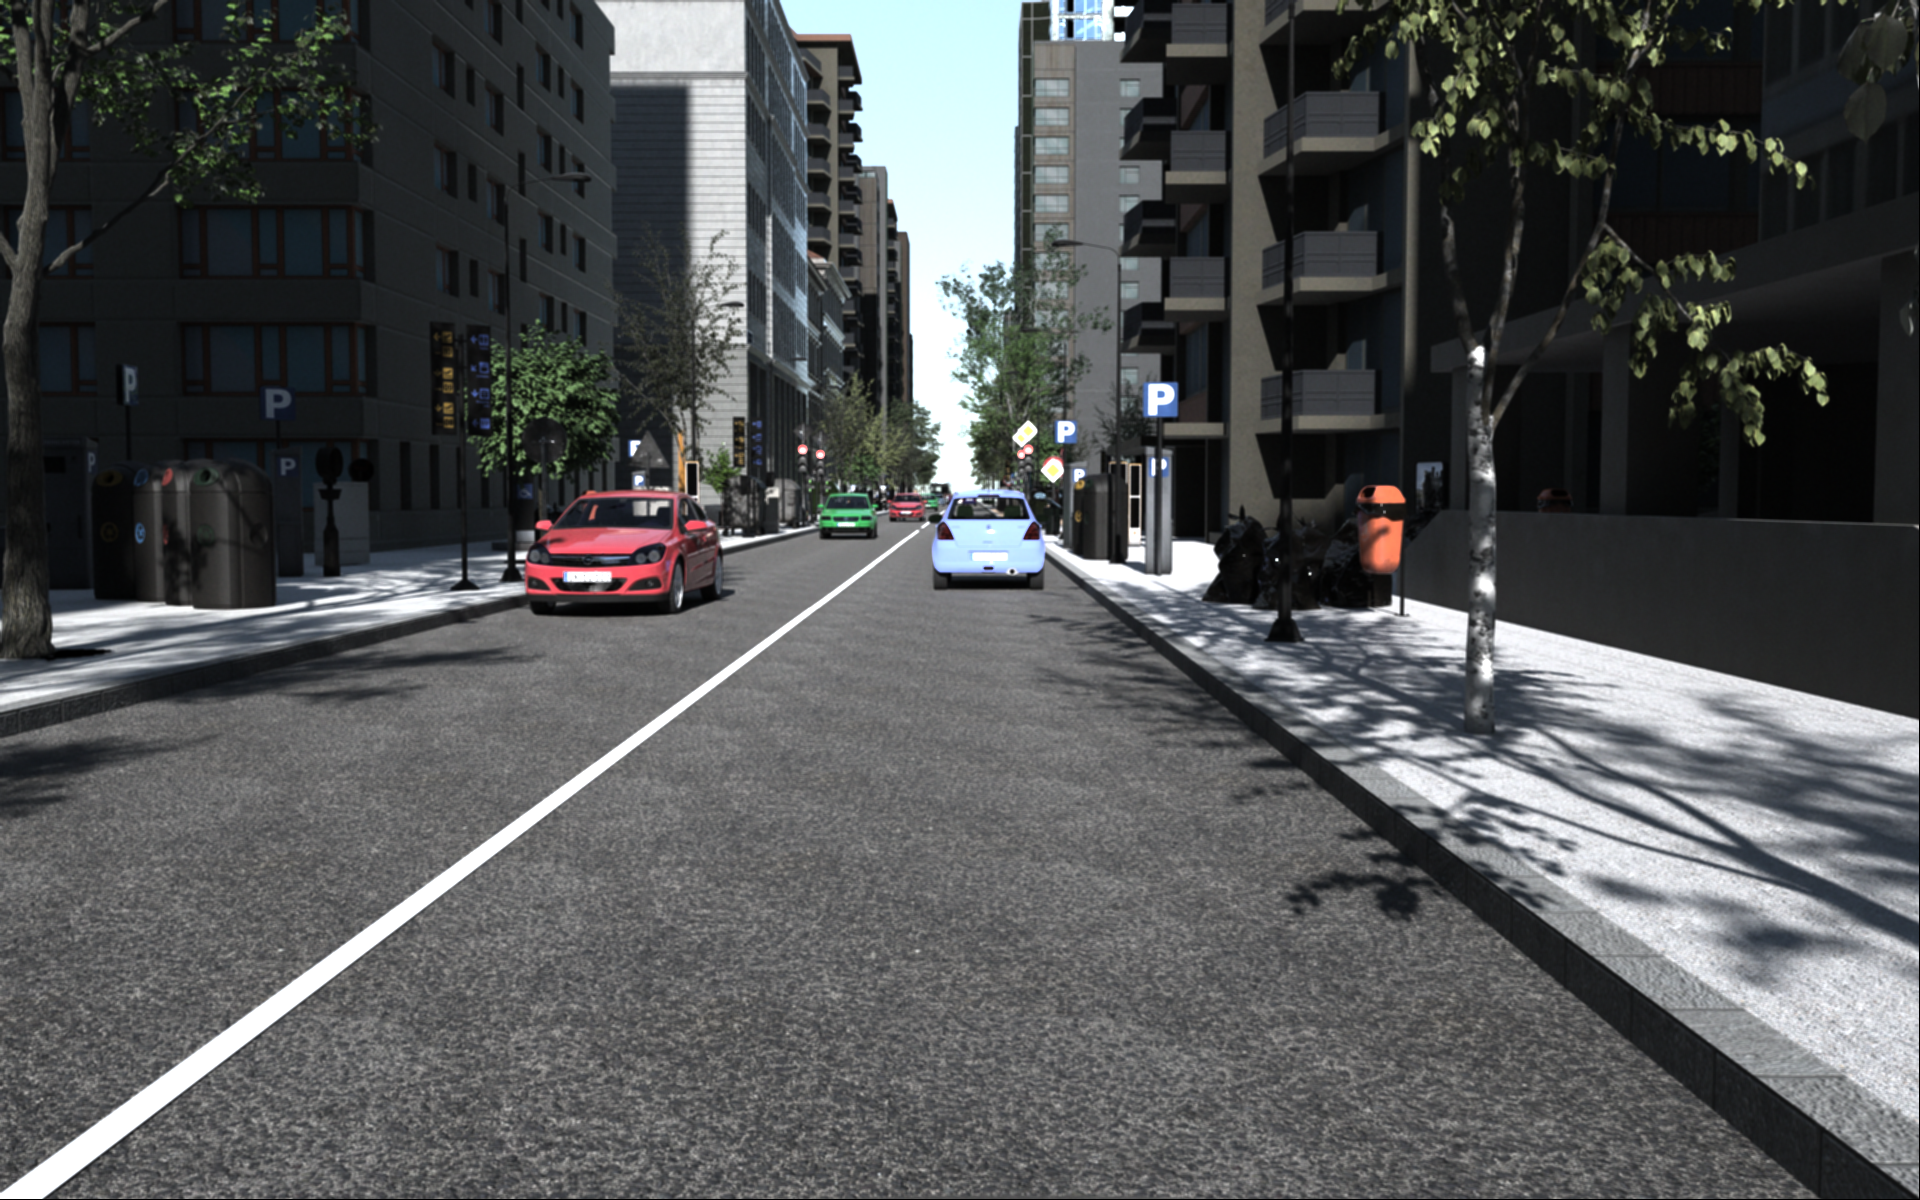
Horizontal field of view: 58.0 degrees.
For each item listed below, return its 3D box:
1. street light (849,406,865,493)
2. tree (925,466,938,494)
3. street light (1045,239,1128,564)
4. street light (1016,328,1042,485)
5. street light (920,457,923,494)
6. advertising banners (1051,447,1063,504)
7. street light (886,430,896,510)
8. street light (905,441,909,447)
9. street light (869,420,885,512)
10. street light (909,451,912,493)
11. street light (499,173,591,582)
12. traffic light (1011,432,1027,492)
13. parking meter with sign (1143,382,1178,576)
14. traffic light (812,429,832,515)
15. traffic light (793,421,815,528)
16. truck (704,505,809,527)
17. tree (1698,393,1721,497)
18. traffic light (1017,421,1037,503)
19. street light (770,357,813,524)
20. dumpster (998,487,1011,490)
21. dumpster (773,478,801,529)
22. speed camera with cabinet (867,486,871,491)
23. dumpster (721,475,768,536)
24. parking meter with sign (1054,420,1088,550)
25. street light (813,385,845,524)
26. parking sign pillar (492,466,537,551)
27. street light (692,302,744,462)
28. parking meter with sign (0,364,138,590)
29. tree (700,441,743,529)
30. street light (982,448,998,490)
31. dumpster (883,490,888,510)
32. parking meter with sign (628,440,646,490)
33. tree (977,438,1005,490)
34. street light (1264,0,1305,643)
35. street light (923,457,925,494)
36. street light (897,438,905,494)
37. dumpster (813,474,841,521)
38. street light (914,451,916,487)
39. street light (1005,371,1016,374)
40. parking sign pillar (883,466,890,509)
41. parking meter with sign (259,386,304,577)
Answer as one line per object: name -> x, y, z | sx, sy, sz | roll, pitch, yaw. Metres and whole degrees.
street light -> -5.767, -7.297, 91.848 | 1.470, 5.913, 1.316 | 0, 4, 0
tree -> -5.803, -21.264, 298.026 | 4.737, 8.622, 4.395 | 0, 3, 0
street light -> 2.368, -3.621, 31.749 | 1.470, 5.913, 1.316 | 0, 4, 0
street light -> 2.396, -4.649, 48.545 | 1.470, 5.913, 1.316 | 0, 4, 0
street light -> -5.318, -14.018, 201.734 | 1.470, 5.913, 1.316 | 0, 4, 0
advertising banners -> 3.642, -4.202, 64.888 | 0.090, 3.025, 2.074 | -1, 4, -8
street light -> -5.557, -9.350, 125.414 | 1.470, 5.913, 1.316 | 0, 4, 0
street light -> -5.434, -10.938, 151.384 | 1.470, 5.913, 1.316 | 0, 4, 0
street light -> -5.648, -8.324, 108.631 | 1.470, 5.913, 1.316 | 0, 4, 0
street light -> -5.511, -11.965, 168.168 | 1.470, 5.913, 1.316 | 0, 4, 0
street light -> -6.028, -3.221, 25.201 | 1.470, 5.913, 1.316 | 0, 4, 0
traffic light -> 2.620, -5.220, 74.264 | 0.839, 4.253, 0.868 | 0, 4, 0
parking meter with sign -> 3.223, -1.933, 27.864 | 0.543, 3.016, 1.738 | 0, 4, 7
traffic light -> -5.941, -5.221, 74.283 | 0.839, 4.253, 0.868 | 0, 4, 0
traffic light -> -5.974, -4.733, 66.298 | 0.839, 4.253, 0.868 | 0, 4, 0
truck -> -15.681, -4.966, 70.952 | 18.799, 4.110, 2.967 | 0, 4, 1
tree -> 11.919, -2.067, 28.405 | 1.663, 3.219, 1.824 | 0, 3, 0
traffic light -> 2.588, -4.731, 66.279 | 0.839, 4.253, 0.868 | 0, 4, 0
street light -> -5.888, -5.283, 58.912 | 1.470, 5.913, 1.316 | 0, 4, 0
dumpster -> 3.410, -7.765, 132.722 | 1.264, 1.857, 1.865 | 0, 4, 0
dumpster -> -6.550, -3.554, 63.859 | 1.264, 1.857, 1.865 | 0, 3, 0
speed camera with cabinet -> -7.419, -9.100, 143.121 | 0.660, 3.252, 2.038 | 1, 4, 18
dumpster -> -6.648, -2.908, 53.310 | 1.264, 1.857, 1.865 | 0, 3, 0
parking meter with sign -> 2.661, -2.690, 40.242 | 0.543, 3.016, 1.738 | -1, 4, -11
street light -> -5.830, -6.216, 74.180 | 1.470, 5.913, 1.316 | 0, 4, 0
parking sign pillar -> -10.018, -3.133, 39.692 | 1.447, 3.967, 1.447 | -1, 4, -17
street light -> -5.913, -4.247, 41.984 | 1.470, 5.913, 1.316 | 0, 4, 0
parking meter with sign -> -12.081, -1.660, 23.407 | 1.738, 3.016, 0.543 | 0, 4, -6
tree -> -8.610, -4.203, 63.322 | 1.663, 3.219, 1.824 | 0, 3, 0
street light -> 2.886, -12.337, 174.254 | 1.470, 5.913, 1.316 | 0, 4, 0
dumpster -> -6.255, -7.885, 134.680 | 1.264, 1.857, 1.865 | 0, 4, 0
parking meter with sign -> -10.271, -3.608, 55.252 | 0.543, 3.016, 1.738 | -1, 4, -12
tree -> 3.661, -15.250, 199.703 | 4.360, 8.622, 3.978 | 0, 3, 0
street light -> 2.294, -2.595, 14.966 | 1.470, 5.913, 1.316 | 0, 4, 0
street light -> -5.158, -16.028, 234.592 | 1.470, 5.913, 1.316 | 0, 4, 0
street light -> -5.505, -10.383, 142.309 | 1.470, 5.913, 1.316 | 0, 4, 0
dumpster -> -6.406, -4.837, 81.583 | 1.502, 2.255, 1.985 | 0, 4, 0
street light -> -5.372, -12.991, 184.951 | 1.470, 5.913, 1.316 | 0, 4, 0
street light -> 2.418, -5.692, 65.604 | 1.470, 5.913, 1.316 | 0, 4, 0
parking sign pillar -> -6.181, -9.755, 147.965 | 1.447, 3.967, 1.447 | 0, 4, -1
parking meter with sign -> -10.726, -1.911, 27.499 | 0.543, 3.016, 1.738 | -2, 4, -27
